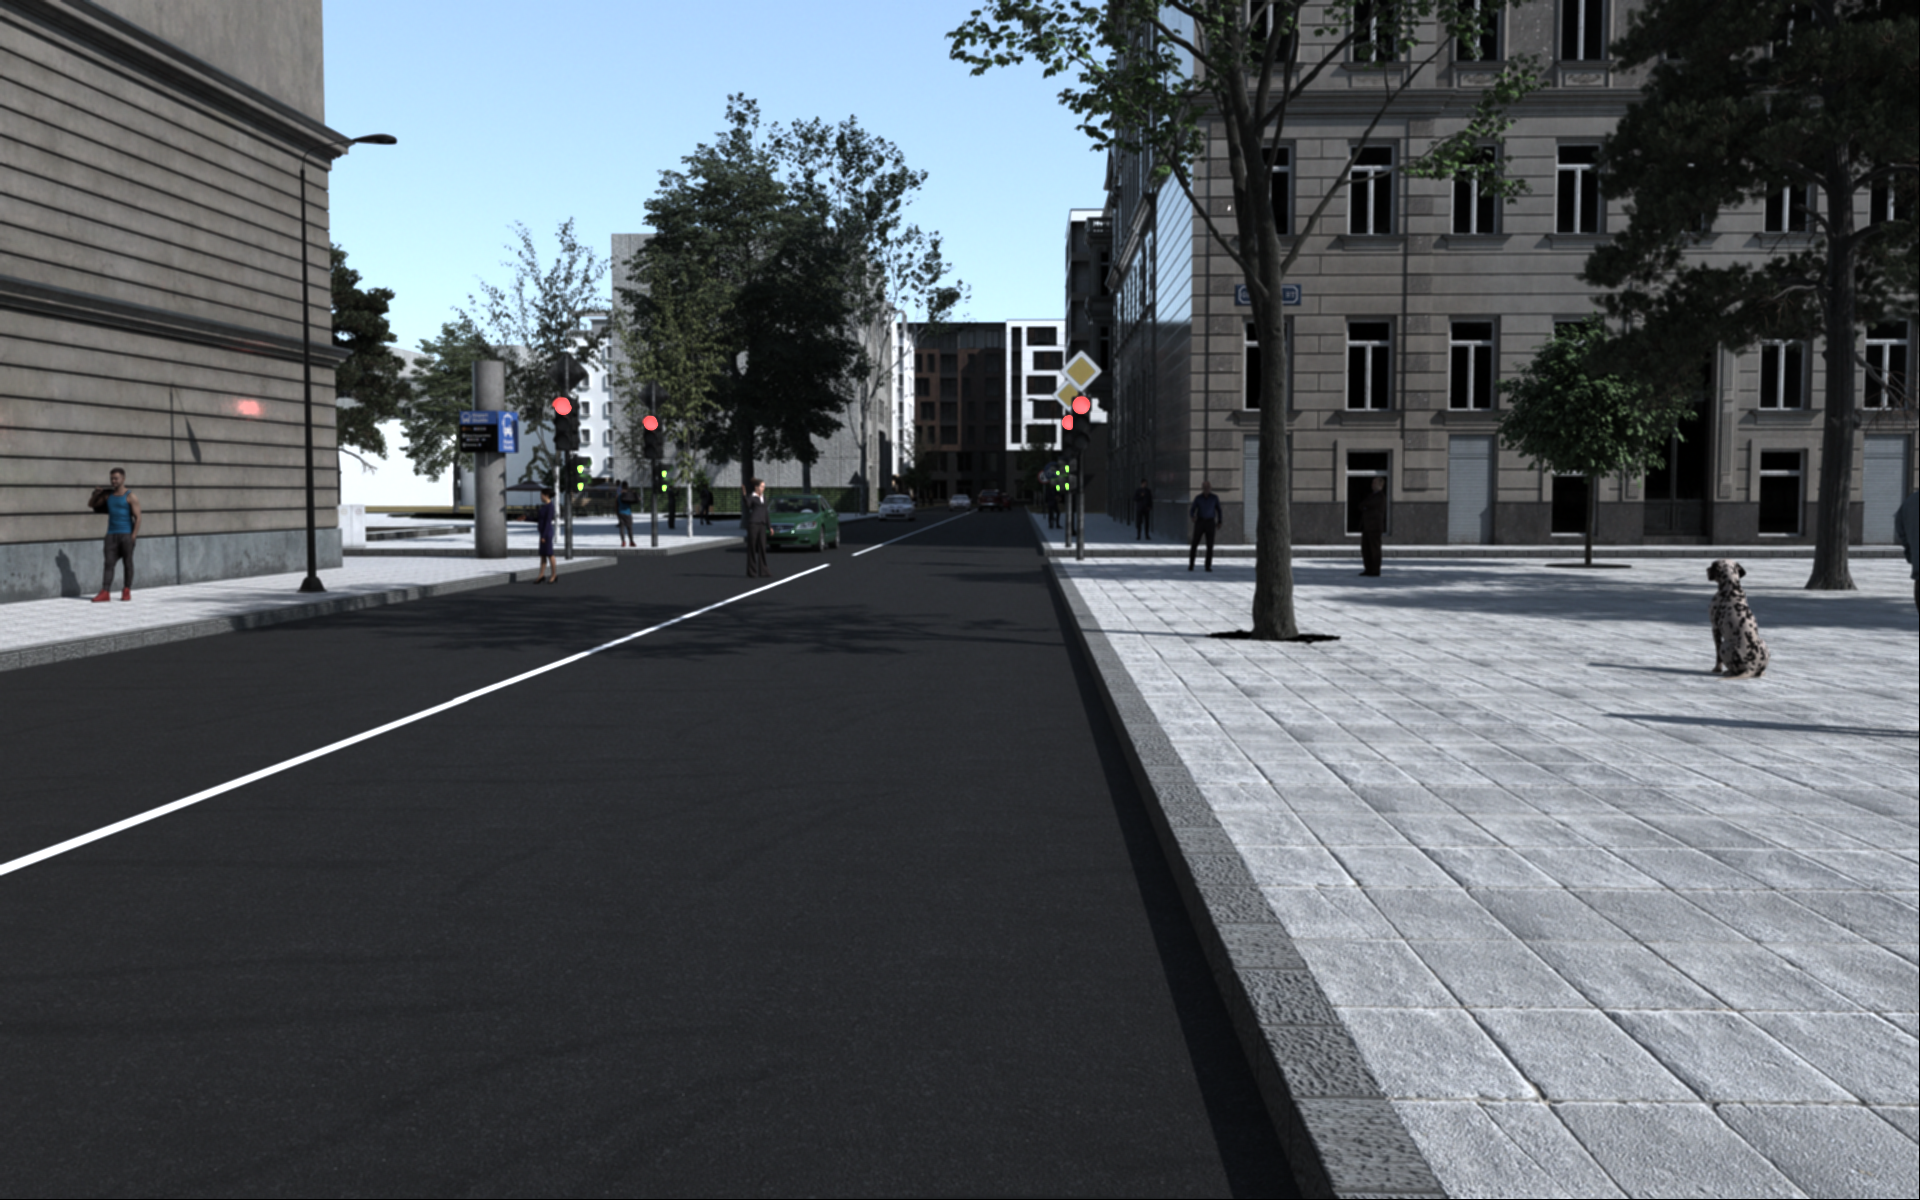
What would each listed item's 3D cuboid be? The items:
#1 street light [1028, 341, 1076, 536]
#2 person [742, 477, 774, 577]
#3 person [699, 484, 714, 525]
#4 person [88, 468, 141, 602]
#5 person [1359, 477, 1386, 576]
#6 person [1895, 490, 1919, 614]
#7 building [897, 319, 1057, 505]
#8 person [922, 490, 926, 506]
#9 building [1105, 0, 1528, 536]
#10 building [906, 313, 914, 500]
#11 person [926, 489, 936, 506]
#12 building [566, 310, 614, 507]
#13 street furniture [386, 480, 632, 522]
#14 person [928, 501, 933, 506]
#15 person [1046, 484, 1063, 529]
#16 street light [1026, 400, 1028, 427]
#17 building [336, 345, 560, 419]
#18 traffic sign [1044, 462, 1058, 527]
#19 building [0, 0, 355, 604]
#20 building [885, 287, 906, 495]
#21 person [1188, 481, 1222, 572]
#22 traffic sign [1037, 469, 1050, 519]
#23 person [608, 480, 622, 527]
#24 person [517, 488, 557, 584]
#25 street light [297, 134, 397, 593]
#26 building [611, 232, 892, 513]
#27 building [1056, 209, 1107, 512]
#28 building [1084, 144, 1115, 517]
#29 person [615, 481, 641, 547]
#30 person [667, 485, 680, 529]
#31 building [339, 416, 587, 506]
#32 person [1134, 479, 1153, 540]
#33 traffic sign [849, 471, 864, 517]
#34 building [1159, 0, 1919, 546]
[{"bbox_3d":[2.892,-4.906,52.755,1.470,5.913,1.316,0,4,2],"label":"street light"},{"bbox_3d":[-3.480,-1.247,29.692,0.445,1.727,0.742,1,4,10],"label":"person"},{"bbox_3d":[-10.623,-4.023,72.636,0.431,1.722,0.655,3,4,36],"label":"person"},{"bbox_3d":[-10.186,-0.789,20.819,0.647,1.594,0.662,0,4,-6],"label":"person"},{"bbox_3d":[6.433,-1.145,27.027,0.388,1.546,0.482,-1,4,-8],"label":"person"},{"bbox_3d":[5.184,-0.052,9.101,0.429,1.552,0.499,0,4,8],"label":"person"},{"bbox_3d":[3.669,-22.787,216.542,32.646,21.610,27.936,0,4,2],"label":"building"},{"bbox_3d":[-3.809,-10.815,183.003,0.705,1.807,1.348,0,4,5],"label":"person"},{"bbox_3d":[12.431,-16.608,68.807,12.463,27.353,25.104,0,4,2],"label":"building"},{"bbox_3d":[-10.776,-20.065,184.476,11.380,20.091,16.016,0,4,2],"label":"building"},{"bbox_3d":[-3.102,-10.969,185.474,1.348,1.812,0.705,-2,4,-30],"label":"person"},{"bbox_3d":[-34.332,-20.055,184.314,11.380,20.091,16.016,0,4,2],"label":"building"},{"bbox_3d":[-25.428,-5.390,93.162,14.083,1.986,27.439,0,4,-3],"label":"street furniture"},{"bbox_3d":[-3.251,-11.325,192.127,0.541,1.710,0.530,3,5,42],"label":"person"},{"bbox_3d":[3.555,-3.540,64.372,0.683,1.767,0.568,-3,5,-43],"label":"person"},{"bbox_3d":[3.977,-6.840,84.368,1.470,5.913,1.316,0,4,2],"label":"street light"},{"bbox_3d":[-60.185,-21.236,213.674,31.486,18.905,16.747,0,4,2],"label":"building"},{"bbox_3d":[3.673,-4.165,68.211,0.768,2.556,0.104,0,4,5],"label":"traffic sign"},{"bbox_3d":[-27.917,-12.597,25.039,34.723,24.649,14.460,0,4,2],"label":"building"},{"bbox_3d":[-13.826,-18.962,166.445,16.016,20.091,11.380,0,4,2],"label":"building"},{"bbox_3d":[3.995,-1.221,28.703,0.574,1.496,0.600,2,4,29],"label":"person"},{"bbox_3d":[4.358,-5.449,89.197,0.768,2.556,0.104,0,4,4],"label":"traffic sign"},{"bbox_3d":[-13.295,-3.736,66.996,0.599,1.838,0.709,-2,4,-27],"label":"person"},{"bbox_3d":[-6.709,-1.025,27.626,0.546,1.535,0.453,-3,5,-42],"label":"person"},{"bbox_3d":[-7.958,-3.056,22.512,1.470,5.913,1.316,0,4,2],"label":"street light"},{"bbox_3d":[-14.723,-16.315,133.215,16.747,18.905,31.486,0,4,2],"label":"building"},{"bbox_3d":[22.392,-18.113,140.119,27.936,21.610,32.646,0,4,2],"label":"building"},{"bbox_3d":[14.365,-17.119,98.983,14.460,24.649,34.723,0,4,2],"label":"building"},{"bbox_3d":[-8.063,-2.091,42.109,0.647,1.594,0.662,0,4,-5],"label":"person"},{"bbox_3d":[-10.596,-3.515,64.319,0.742,1.727,0.445,2,4,30],"label":"person"},{"bbox_3d":[-54.227,-15.089,188.852,28.070,9.664,9.099,0,4,2],"label":"building"},{"bbox_3d":[5.140,-2.548,48.625,0.541,1.710,0.530,0,4,0],"label":"person"},{"bbox_3d":[-5.786,-5.903,96.525,0.884,2.594,0.081,0,4,4],"label":"traffic sign"},{"bbox_3d":[18.005,-15.321,47.768,25.104,27.353,12.463,0,4,2],"label":"building"}]
